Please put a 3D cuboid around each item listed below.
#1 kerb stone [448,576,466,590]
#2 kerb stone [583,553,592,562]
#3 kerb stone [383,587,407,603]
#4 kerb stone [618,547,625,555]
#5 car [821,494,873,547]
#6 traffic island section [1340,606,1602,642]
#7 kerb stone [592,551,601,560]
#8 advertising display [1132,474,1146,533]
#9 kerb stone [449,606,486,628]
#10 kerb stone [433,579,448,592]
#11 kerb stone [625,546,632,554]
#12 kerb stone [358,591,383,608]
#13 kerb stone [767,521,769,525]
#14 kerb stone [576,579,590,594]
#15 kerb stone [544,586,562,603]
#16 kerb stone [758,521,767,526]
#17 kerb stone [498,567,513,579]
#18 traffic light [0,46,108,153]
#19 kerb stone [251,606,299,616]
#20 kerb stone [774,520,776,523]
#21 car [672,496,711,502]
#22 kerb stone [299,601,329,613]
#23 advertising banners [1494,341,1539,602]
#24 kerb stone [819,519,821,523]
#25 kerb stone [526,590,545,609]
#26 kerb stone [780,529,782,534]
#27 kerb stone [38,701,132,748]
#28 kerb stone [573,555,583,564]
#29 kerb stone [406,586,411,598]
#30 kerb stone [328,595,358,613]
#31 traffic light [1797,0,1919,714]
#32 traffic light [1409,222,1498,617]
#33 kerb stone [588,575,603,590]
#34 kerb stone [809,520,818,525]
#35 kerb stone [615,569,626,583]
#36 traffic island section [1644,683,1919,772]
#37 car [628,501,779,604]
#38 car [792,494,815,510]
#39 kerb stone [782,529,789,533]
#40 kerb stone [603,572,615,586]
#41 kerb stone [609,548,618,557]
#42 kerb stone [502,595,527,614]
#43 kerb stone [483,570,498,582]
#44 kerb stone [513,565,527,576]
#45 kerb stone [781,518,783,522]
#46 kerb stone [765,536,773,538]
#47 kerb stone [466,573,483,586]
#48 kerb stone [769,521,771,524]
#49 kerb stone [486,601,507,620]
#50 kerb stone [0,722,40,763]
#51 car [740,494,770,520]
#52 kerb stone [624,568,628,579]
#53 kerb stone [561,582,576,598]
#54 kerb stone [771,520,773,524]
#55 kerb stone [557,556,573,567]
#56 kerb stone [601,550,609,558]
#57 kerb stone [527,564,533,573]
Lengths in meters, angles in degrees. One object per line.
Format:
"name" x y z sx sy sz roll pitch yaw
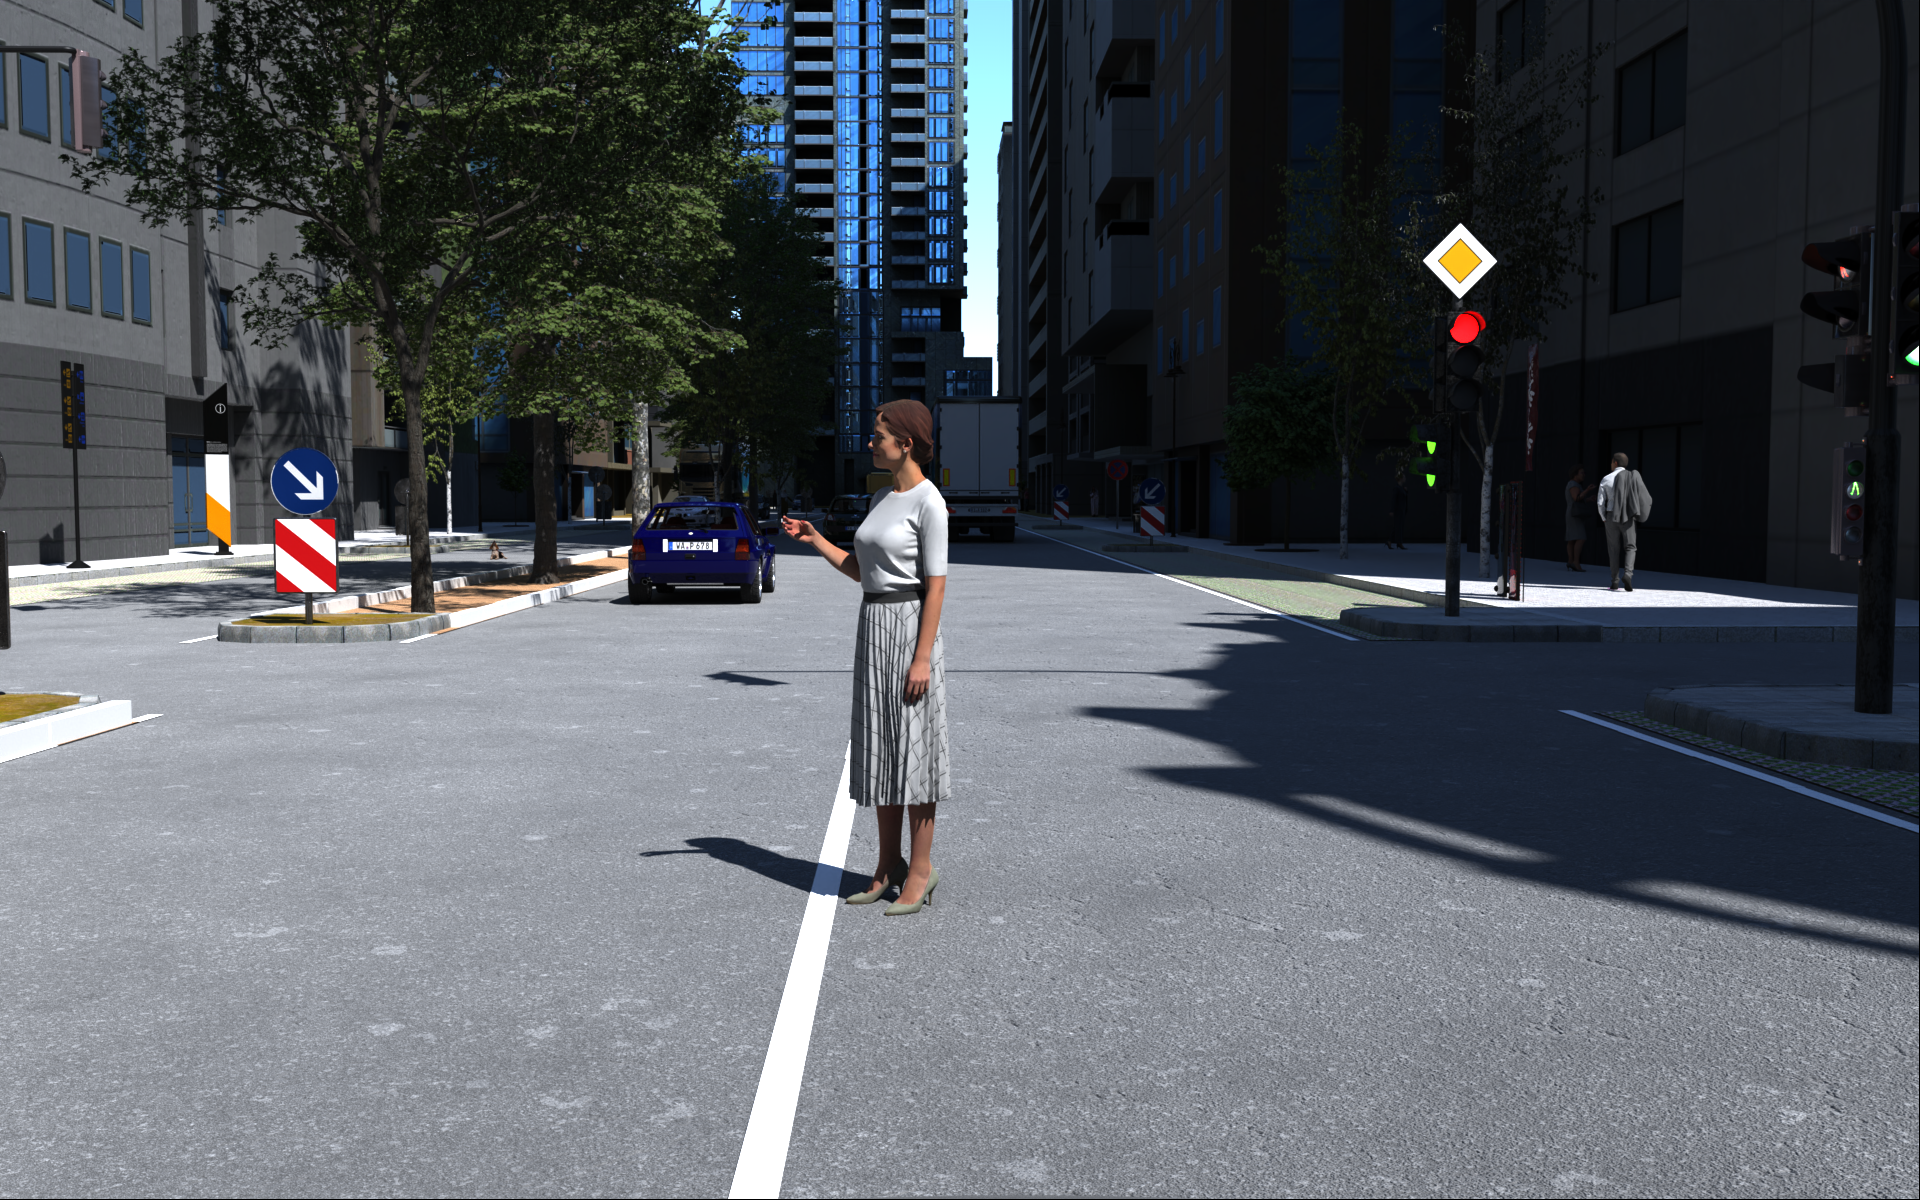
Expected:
"kerb stone" -7.686 -0.241 26.132 0.120 0.150 1.000 0 4 -1
"kerb stone" -7.935 -0.867 36.369 0.120 0.150 1.000 0 4 -1
"kerb stone" -7.609 -0.045 23.053 0.120 0.150 1.000 0 4 -1
"kerb stone" -8.034 -1.117 40.476 0.120 0.150 1.000 0 4 -1
"car" -2.720 -2.222 46.109 2.009 1.686 4.222 0 4 -2
"traffic island section" 5.193 0.250 18.198 2.009 0.180 2.903 0 4 -1
"kerb stone" -7.961 -0.924 37.391 0.120 0.150 1.000 0 4 -1
"advertising display" 5.891 -3.170 57.041 0.123 1.923 0.974 -1 4 -15
"kerb stone" -5.410 0.196 18.987 0.120 0.150 1.000 0 4 -1
"kerb stone" -7.664 -0.177 25.110 0.120 0.150 1.000 0 4 -1
"kerb stone" -8.066 -1.175 41.508 0.120 0.150 1.000 0 4 -1
"kerb stone" -7.587 0.010 22.027 0.120 0.150 1.000 0 4 -1
"kerb stone" -8.988 -3.501 79.473 0.120 0.150 1.000 0 4 -1
"kerb stone" -5.566 -0.180 25.144 0.120 0.150 1.000 0 4 -1
"kerb stone" -5.501 -0.052 23.080 0.120 0.150 1.000 0 4 -1
"kerb stone" -8.971 -3.440 78.446 0.120 0.150 1.000 0 4 -1
"kerb stone" -7.761 -0.429 29.203 0.120 0.150 1.000 0 4 -1
"traffic light" -11.214 -2.632 17.703 4.771 5.953 1.251 0 4 -1
"kerb stone" -7.502 0.199 18.943 0.120 0.150 1.000 0 4 -1
"kerb stone" -9.093 -3.753 83.582 0.120 0.150 1.000 0 4 -1
"car" -11.756 -3.867 75.581 2.083 1.381 4.827 0 4 -1
"kerb stone" -7.532 0.138 19.965 0.120 0.150 1.000 0 4 -1
"advertising banners" 6.726 -1.514 20.941 0.090 3.025 2.074 0 4 7
"kerb stone" -7.017 -3.812 84.590 0.120 0.150 1.000 0 4 -1
"kerb stone" -5.483 0.008 22.058 0.120 0.150 1.000 0 4 -1
"kerb stone" -6.442 -2.367 60.998 0.120 0.150 1.000 0 4 -1
"kerb stone" -5.193 0.730 10.257 0.120 0.150 1.000 0 4 -1
"kerb stone" -7.910 -0.804 35.347 0.120 0.150 1.000 0 4 -1
"kerb stone" -7.635 -0.116 24.088 0.120 0.150 1.000 0 4 -1
"kerb stone" -7.552 0.074 20.994 0.120 0.150 1.000 0 4 -1
"traffic light" 3.259 -2.155 9.908 4.771 5.953 1.251 0 4 -1
"traffic light" 5.153 -1.784 18.083 0.839 4.253 0.868 0 4 -1
"kerb stone" -5.582 -0.242 26.166 0.120 0.150 1.000 0 4 -1
"kerb stone" -6.971 -3.690 82.528 0.120 0.150 1.000 0 4 -1
"kerb stone" -5.634 -0.367 28.213 0.120 0.150 1.000 0 4 -1
"traffic island section" 5.389 0.738 10.215 2.009 0.180 2.903 0 4 -1
"car" -3.517 -0.700 24.021 1.945 1.354 3.894 0 4 -2
"car" -13.973 -8.720 154.577 2.014 1.417 4.499 0 4 0
"kerb stone" -6.511 -2.558 64.069 0.120 0.150 1.000 0 4 -1
"kerb stone" -5.609 -0.303 27.188 0.120 0.150 1.000 0 4 -1
"kerb stone" -8.003 -1.055 39.447 0.120 0.150 1.000 0 4 -1
"kerb stone" -5.458 0.071 21.034 0.120 0.150 1.000 0 4 -1
"kerb stone" -7.737 -0.366 28.176 0.120 0.150 1.000 0 4 -1
"kerb stone" -7.780 -0.491 30.225 0.120 0.150 1.000 0 4 -1
"kerb stone" -9.195 -4.005 87.677 0.120 0.150 1.000 0 4 -1
"kerb stone" -6.365 -2.186 57.930 0.120 0.150 1.000 0 4 -1
"kerb stone" -7.712 -0.303 27.154 0.120 0.150 1.000 0 4 -1
"kerb stone" -9.011 -3.561 80.495 0.120 0.150 1.000 0 4 -1
"kerb stone" -5.440 0.144 20.011 0.120 0.150 1.000 0 4 -1
"kerb stone" -5.169 0.793 9.235 0.120 0.150 1.000 0 4 -1
"car" -11.725 -5.382 97.777 2.009 1.686 4.222 0 4 -1
"kerb stone" -5.660 -0.431 29.239 0.120 0.150 1.000 0 4 -1
"kerb stone" -5.538 -0.118 24.117 0.120 0.150 1.000 0 4 -1
"kerb stone" -9.040 -3.628 81.517 0.120 0.150 1.000 0 4 -1
"kerb stone" -7.886 -0.742 34.325 0.120 0.150 1.000 0 4 -1
"kerb stone" -7.988 -0.992 38.417 0.120 0.150 1.000 0 4 -1
"kerb stone" -7.816 -0.552 31.253 0.120 0.150 1.000 0 4 -1
